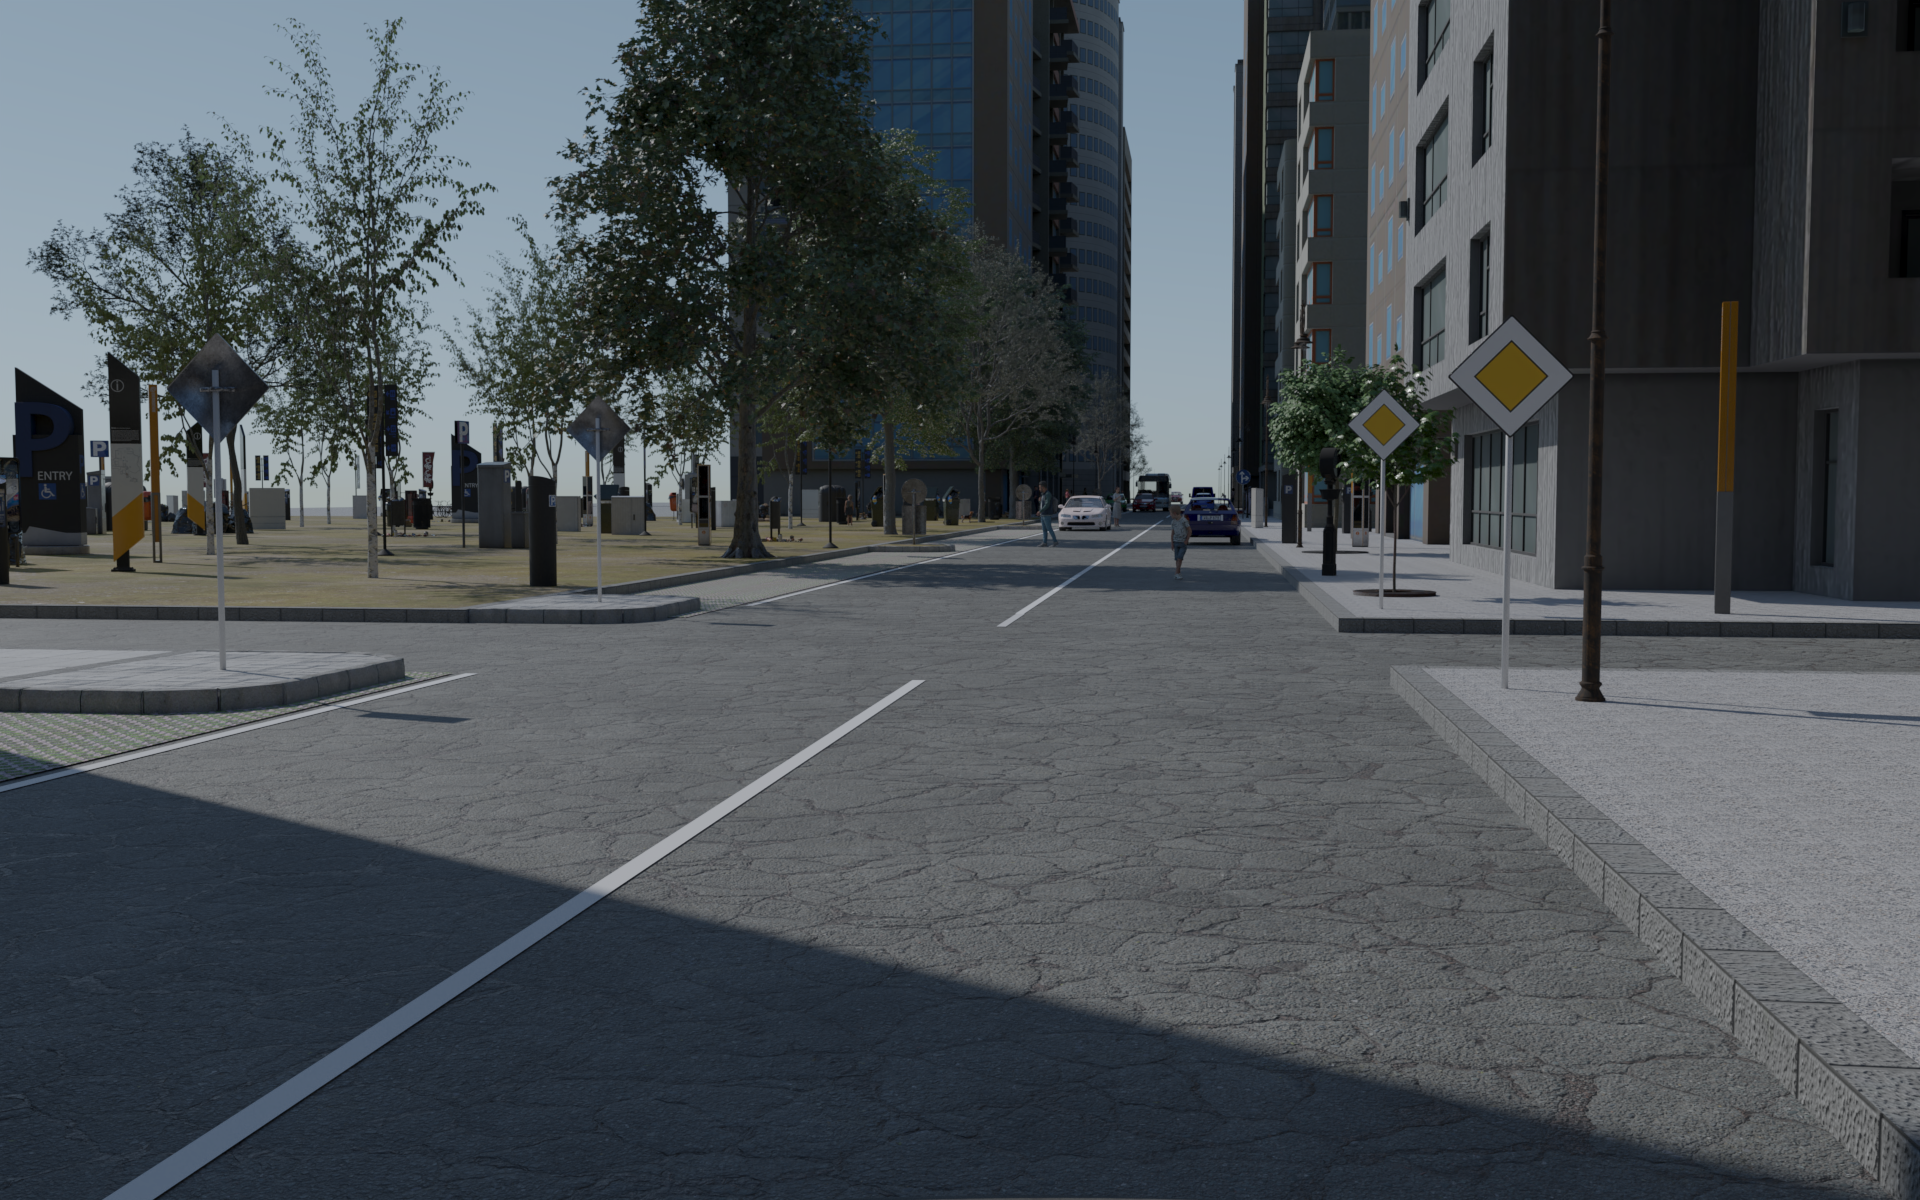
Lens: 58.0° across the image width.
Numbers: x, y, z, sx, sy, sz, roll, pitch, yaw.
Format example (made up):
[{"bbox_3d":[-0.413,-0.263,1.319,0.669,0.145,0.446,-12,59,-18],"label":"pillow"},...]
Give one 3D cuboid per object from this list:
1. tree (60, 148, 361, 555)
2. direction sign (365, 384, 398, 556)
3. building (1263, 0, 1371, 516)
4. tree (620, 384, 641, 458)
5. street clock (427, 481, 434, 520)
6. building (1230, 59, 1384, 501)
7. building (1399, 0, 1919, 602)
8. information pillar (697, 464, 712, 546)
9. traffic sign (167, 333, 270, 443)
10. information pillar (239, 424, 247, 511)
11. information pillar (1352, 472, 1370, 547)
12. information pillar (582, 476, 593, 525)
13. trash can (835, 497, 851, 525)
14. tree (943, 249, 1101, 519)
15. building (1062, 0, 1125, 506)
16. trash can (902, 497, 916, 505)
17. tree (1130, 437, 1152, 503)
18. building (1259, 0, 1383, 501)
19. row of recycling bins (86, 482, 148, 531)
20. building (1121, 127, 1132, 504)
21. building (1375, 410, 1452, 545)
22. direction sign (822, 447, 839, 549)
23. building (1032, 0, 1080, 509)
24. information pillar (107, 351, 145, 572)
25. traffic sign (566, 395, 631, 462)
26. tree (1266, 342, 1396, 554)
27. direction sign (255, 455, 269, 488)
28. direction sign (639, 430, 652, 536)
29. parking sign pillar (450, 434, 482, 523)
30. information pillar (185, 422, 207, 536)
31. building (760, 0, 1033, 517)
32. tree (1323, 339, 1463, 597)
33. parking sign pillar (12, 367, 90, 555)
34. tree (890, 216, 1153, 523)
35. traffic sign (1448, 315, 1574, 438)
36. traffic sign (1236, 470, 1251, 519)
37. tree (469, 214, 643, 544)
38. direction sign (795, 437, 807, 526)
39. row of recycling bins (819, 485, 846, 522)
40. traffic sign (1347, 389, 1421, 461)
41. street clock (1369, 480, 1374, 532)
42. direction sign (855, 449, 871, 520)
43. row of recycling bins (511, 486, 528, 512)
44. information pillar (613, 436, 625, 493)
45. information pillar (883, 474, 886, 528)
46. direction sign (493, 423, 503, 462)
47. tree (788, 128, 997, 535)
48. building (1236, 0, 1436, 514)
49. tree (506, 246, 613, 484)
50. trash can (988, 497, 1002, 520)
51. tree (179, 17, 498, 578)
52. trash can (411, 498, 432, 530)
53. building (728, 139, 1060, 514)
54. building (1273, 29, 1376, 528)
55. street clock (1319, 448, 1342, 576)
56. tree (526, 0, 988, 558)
[{"bbox_3d":[-16.051,-5.257,36.314,4.737,8.622,4.395,0,3,0],"label":"tree"},{"bbox_3d":[-11.972,-2.689,35.955,0.876,3.537,0.379,2,4,30],"label":"direction sign"},{"bbox_3d":[34.639,-25.207,104.015,32.217,40.220,23.993,0,4,8],"label":"building"},{"bbox_3d":[-19.366,-8.863,95.265,4.360,8.622,3.978,0,3,0],"label":"tree"},{"bbox_3d":[-26.338,-4.990,86.156,0.358,2.002,0.471,-2,4,-31],"label":"street clock"},{"bbox_3d":[47.546,-42.392,235.111,21.231,58.520,28.212,0,4,8],"label":"building"},{"bbox_3d":[14.335,-15.471,24.658,14.107,30.474,14.160,0,4,8],"label":"building"},{"bbox_3d":[-6.341,-2.353,42.969,0.304,2.012,0.304,0,4,-1],"label":"information pillar"},{"bbox_3d":[-5.396,-0.637,12.608,0.795,2.593,0.064,0,4,8],"label":"traffic sign"},{"bbox_3d":[-24.038,-4.083,58.108,0.183,3.616,0.504,-2,4,-34],"label":"information pillar"},{"bbox_3d":[9.678,-2.283,41.816,0.304,2.012,0.304,3,5,41],"label":"information pillar"},{"bbox_3d":[-15.153,-4.037,70.505,0.304,2.012,0.304,3,5,40],"label":"information pillar"},{"bbox_3d":[-4.866,-3.728,72.606,0.748,1.137,0.748,0,3,0],"label":"trash can"},{"bbox_3d":[2.880,-11.204,89.837,9.857,13.997,8.962,0,3,0],"label":"tree"},{"bbox_3d":[7.080,-39.913,194.579,21.231,58.520,28.212,0,4,8],"label":"building"},{"bbox_3d":[-2.456,-4.427,84.041,0.748,1.137,0.748,0,3,0],"label":"trash can"},{"bbox_3d":[24.339,-19.363,251.003,7.601,10.594,8.767,0,4,5],"label":"tree"},{"bbox_3d":[28.779,-26.966,124.488,14.154,41.232,14.086,0,4,8],"label":"building"},{"bbox_3d":[-29.886,-3.243,60.140,1.069,1.692,3.534,2,4,30],"label":"row of recycling bins"},{"bbox_3d":[10.555,-36.440,219.500,21.300,48.544,21.600,0,4,8],"label":"building"},{"bbox_3d":[19.245,-24.346,48.164,14.600,45.320,14.200,0,4,8],"label":"building"},{"bbox_3d":[-3.063,-2.988,40.855,0.379,3.537,0.876,0,4,-5],"label":"direction sign"},{"bbox_3d":[-1.555,-30.048,145.912,22.147,44.769,28.867,0,4,8],"label":"building"},{"bbox_3d":[-13.756,-2.275,28.555,0.504,3.616,0.183,-1,4,-12],"label":"information pillar"},{"bbox_3d":[-4.289,-1.121,20.516,0.795,2.593,0.064,0,4,8],"label":"traffic sign"},{"bbox_3d":[8.162,-3.295,37.585,4.285,4.588,4.351,0,3,0],"label":"tree"},{"bbox_3d":[-40.664,-6.665,100.969,0.876,3.537,0.379,1,4,12],"label":"direction sign"},{"bbox_3d":[-9.704,-3.751,53.328,0.379,3.537,0.876,-1,4,-13],"label":"direction sign"},{"bbox_3d":[-21.926,-5.412,76.956,1.447,3.967,1.447,-1,4,-10],"label":"parking sign pillar"},{"bbox_3d":[-23.569,-3.795,53.401,0.504,3.616,0.183,-3,4,-37],"label":"information pillar"},{"bbox_3d":[-3.245,-27.713,103.221,14.600,45.320,14.200,0,4,8],"label":"building"},{"bbox_3d":[5.384,-1.668,21.871,1.663,3.219,1.824,0,3,0],"label":"tree"},{"bbox_3d":[-19.382,-2.960,36.861,1.447,3.967,1.447,-1,4,-10],"label":"parking sign pillar"},{"bbox_3d":[0.856,-10.238,77.759,12.009,13.543,11.850,0,3,0],"label":"tree"},{"bbox_3d":[3.608,-0.559,11.332,0.795,2.593,0.064,0,4,8],"label":"traffic sign"},{"bbox_3d":[14.772,-5.520,90.352,0.768,2.556,0.104,1,4,14],"label":"traffic sign"},{"bbox_3d":[-10.493,-5.753,44.426,4.737,8.622,4.395,0,3,0],"label":"tree"},{"bbox_3d":[-6.381,-4.745,69.585,0.379,3.537,0.876,2,4,26],"label":"direction sign"},{"bbox_3d":[-5.932,-4.528,81.145,1.069,1.692,3.534,0,4,5],"label":"row of recycling bins"},{"bbox_3d":[4.715,-1.043,19.240,0.795,2.593,0.064,0,4,8],"label":"traffic sign"},{"bbox_3d":[13.840,-3.310,58.693,0.471,2.002,0.358,-3,4,-37],"label":"street clock"},{"bbox_3d":[-4.882,-5.815,87.071,0.876,3.537,0.379,2,4,25],"label":"direction sign"},{"bbox_3d":[-22.068,-4.989,88.689,3.534,1.692,1.069,3,5,41],"label":"row of recycling bins"},{"bbox_3d":[-13.646,-4.774,69.407,0.504,3.616,0.183,1,4,13],"label":"information pillar"},{"bbox_3d":[-2.633,-3.638,63.973,0.304,2.012,0.304,-2,4,-29],"label":"information pillar"},{"bbox_3d":[-14.675,-3.858,55.070,0.379,3.537,0.876,-2,4,-34],"label":"direction sign"},{"bbox_3d":[-2.450,-8.322,54.197,7.486,12.596,7.792,0,3,0],"label":"tree"},{"bbox_3d":[29.666,-29.870,138.493,14.600,45.320,14.200,0,4,8],"label":"building"},{"bbox_3d":[-12.860,-6.144,50.812,4.360,8.622,3.978,0,3,0],"label":"tree"},{"bbox_3d":[1.717,-4.546,85.980,0.748,1.137,0.748,0,3,0],"label":"trash can"},{"bbox_3d":[-9.208,-4.636,26.164,4.360,8.622,3.978,0,3,0],"label":"tree"},{"bbox_3d":[-19.541,-3.133,62.871,0.748,1.137,0.748,0,3,0],"label":"trash can"},{"bbox_3d":[-3.541,-41.698,120.014,20.563,71.187,20.611,0,4,8],"label":"building"},{"bbox_3d":[28.739,-14.208,77.347,27.650,21.520,28.899,0,4,8],"label":"building"},{"bbox_3d":[5.804,-1.382,27.173,0.358,2.002,0.471,2,4,28],"label":"street clock"},{"bbox_3d":[-4.198,-7.199,34.711,9.611,12.733,9.660,0,3,0],"label":"tree"}]
